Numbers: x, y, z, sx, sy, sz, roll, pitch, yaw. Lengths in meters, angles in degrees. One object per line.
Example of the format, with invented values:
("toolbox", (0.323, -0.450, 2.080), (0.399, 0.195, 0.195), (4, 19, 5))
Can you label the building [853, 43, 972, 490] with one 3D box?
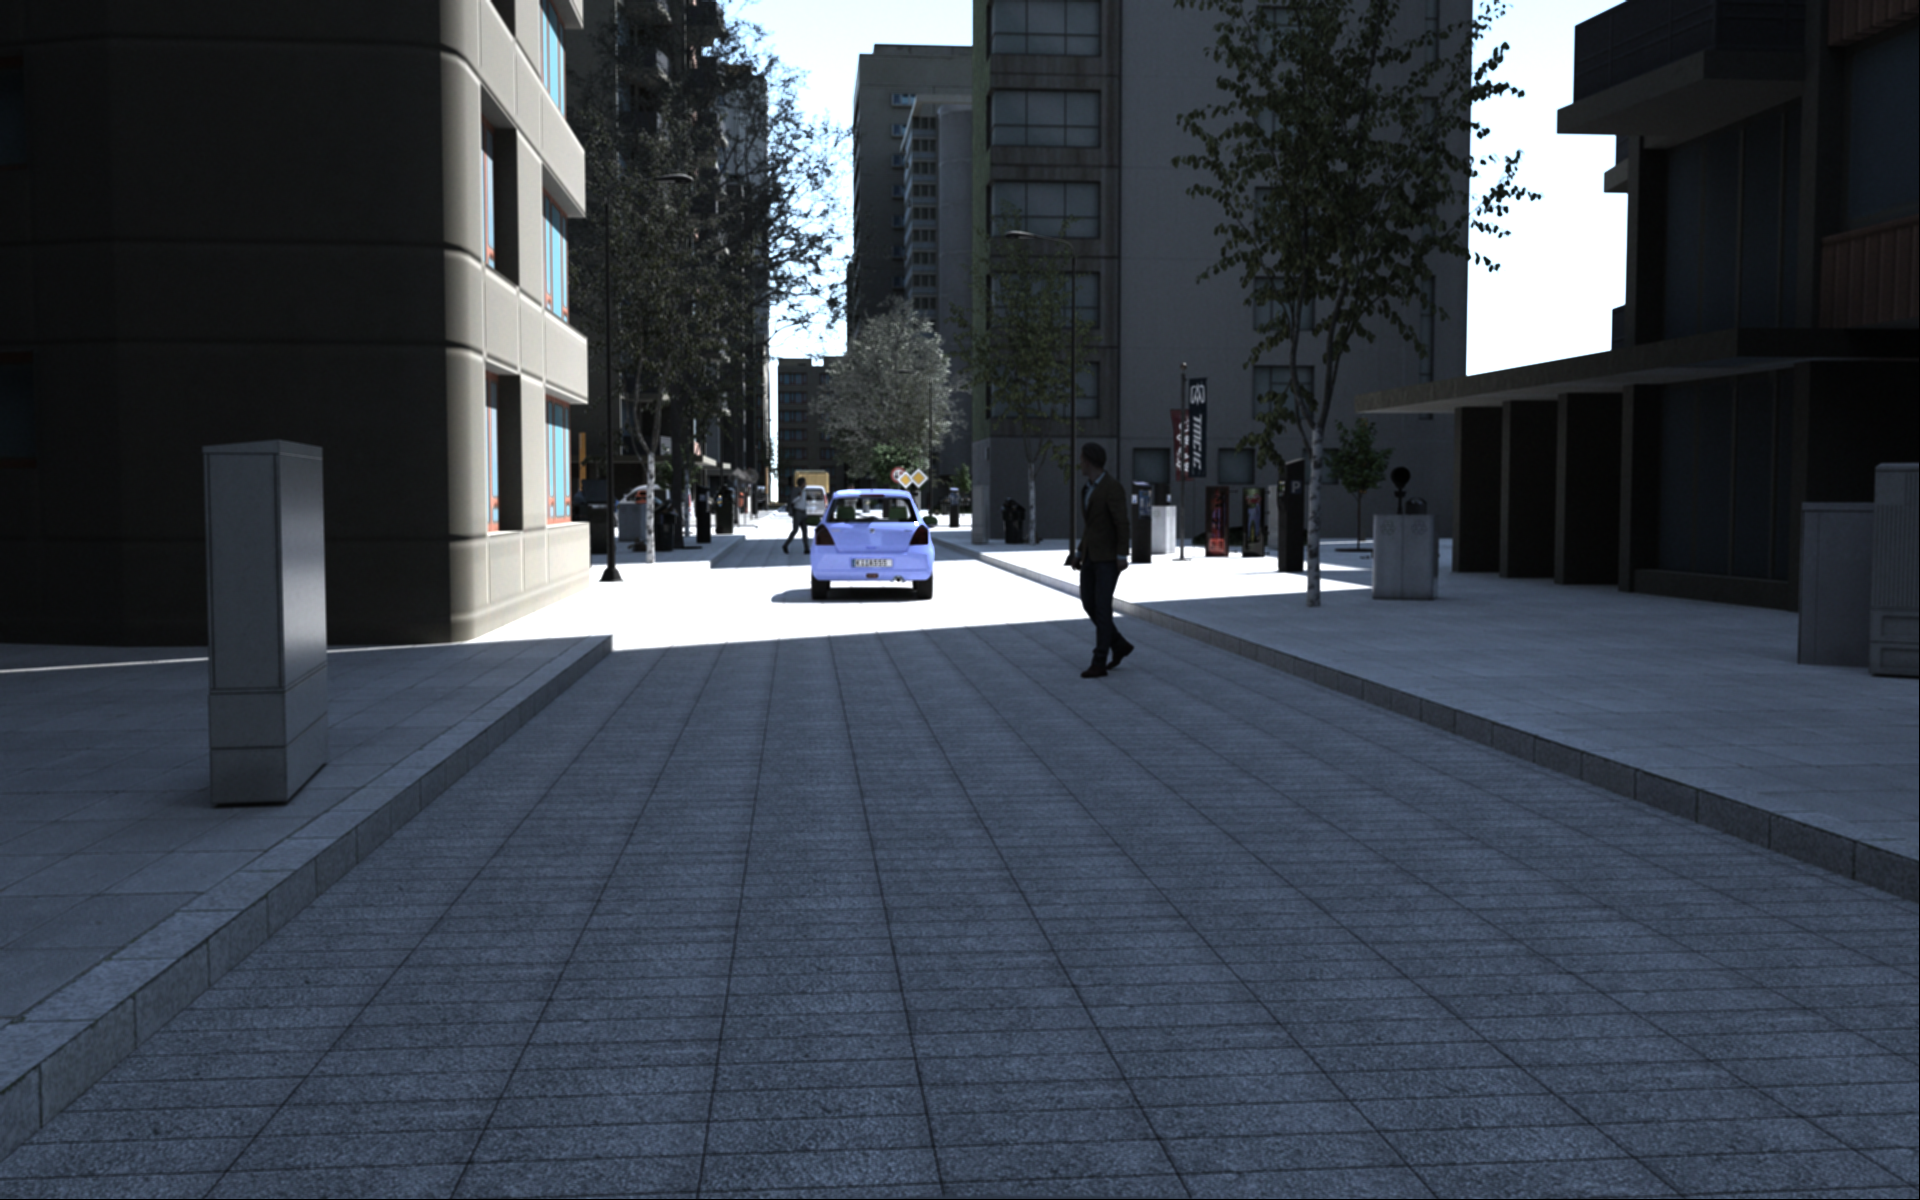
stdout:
("building", (-0.394, -34.313, 184.717), (21.300, 48.544, 21.600), (0, 4, -5))

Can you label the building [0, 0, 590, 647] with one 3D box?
("building", (-17.493, -9.930, 7.397), (27.650, 21.520, 28.899), (0, 4, -5))

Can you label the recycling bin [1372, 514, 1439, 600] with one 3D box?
("recycling bin", (5.487, -0.535, 21.304), (0.722, 1.027, 0.722), (1, 4, 20))

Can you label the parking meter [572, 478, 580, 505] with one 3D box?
("parking meter", (-13.624, -3.435, 61.878), (0.255, 1.863, 0.399), (2, 4, 32))

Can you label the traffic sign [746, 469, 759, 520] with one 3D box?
("traffic sign", (-10.415, -5.274, 86.333), (0.768, 2.556, 0.104), (0, 4, 2))

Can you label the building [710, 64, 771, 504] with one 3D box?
("building", (-40.520, -42.698, 240.118), (28.212, 58.520, 21.231), (0, 4, -5))

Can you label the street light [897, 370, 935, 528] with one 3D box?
("street light", (-1.641, -5.654, 64.984), (1.470, 5.913, 1.316), (0, 4, -5))

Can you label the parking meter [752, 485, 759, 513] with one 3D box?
("parking meter", (-13.566, -6.668, 114.728), (0.399, 1.863, 0.255), (0, 4, 8))

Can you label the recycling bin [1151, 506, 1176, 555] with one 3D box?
("recycling bin", (4.176, -1.500, 37.079), (0.722, 1.027, 0.722), (2, 4, 27))

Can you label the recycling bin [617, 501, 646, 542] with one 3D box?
("recycling bin", (-8.787, -2.103, 46.940), (0.722, 1.027, 0.722), (1, 4, 15))

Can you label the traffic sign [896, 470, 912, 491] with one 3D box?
("traffic sign", (-2.309, -4.283, 73.674), (0.795, 2.450, 0.064), (0, 4, -5))

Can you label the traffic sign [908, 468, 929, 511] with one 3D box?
("traffic sign", (-1.574, -3.797, 65.723), (0.795, 2.450, 0.064), (0, 4, -5))

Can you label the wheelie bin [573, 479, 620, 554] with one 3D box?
("wheelie bin", (-7.805, -1.783, 37.065), (0.980, 1.594, 0.693), (-2, 4, -30))

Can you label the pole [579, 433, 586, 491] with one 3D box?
("pole", (-12.551, -3.901, 57.626), (0.158, 3.312, 0.155), (0, 3, 0))

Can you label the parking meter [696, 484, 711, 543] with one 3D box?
("parking meter", (-6.738, -2.268, 45.490), (0.372, 1.533, 0.369), (0, 3, 0))

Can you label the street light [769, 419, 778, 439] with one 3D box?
("street light", (-12.186, -8.243, 107.317), (1.470, 5.913, 1.316), (0, 4, -5))

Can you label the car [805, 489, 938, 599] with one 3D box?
("car", (-1.271, -0.935, 24.884), (1.945, 1.707, 3.694), (0, 4, -3))

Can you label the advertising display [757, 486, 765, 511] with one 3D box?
("advertising display", (-15.577, -7.929, 134.854), (0.974, 1.923, 0.123), (-2, 4, -32))

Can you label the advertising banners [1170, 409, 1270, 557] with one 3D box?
("advertising banners", (5.296, -2.399, 35.416), (2.074, 3.025, 0.090), (1, 4, 22))

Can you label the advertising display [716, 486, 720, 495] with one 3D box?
("advertising display", (-20.091, -8.573, 145.375), (0.974, 1.923, 0.123), (3, 4, 36))

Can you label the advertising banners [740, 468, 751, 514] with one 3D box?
("advertising banners", (-14.113, -7.211, 114.086), (0.090, 3.025, 2.074), (1, 4, 14))

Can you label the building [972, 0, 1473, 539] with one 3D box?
("building", (7.208, -22.727, 55.177), (14.154, 41.232, 14.086), (0, 4, -5))

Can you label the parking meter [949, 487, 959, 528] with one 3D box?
("parking meter", (-0.217, -3.530, 66.119), (0.372, 1.533, 0.369), (0, 3, 0))

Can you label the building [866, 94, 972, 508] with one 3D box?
("building", (7.457, -28.782, 162.462), (32.217, 40.220, 23.993), (0, 4, -5))

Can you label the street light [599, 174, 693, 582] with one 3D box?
("street light", (-4.577, -3.226, 25.283), (1.470, 5.913, 1.316), (0, 4, -5))

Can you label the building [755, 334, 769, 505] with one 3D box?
("building", (-37.860, -22.221, 208.348), (28.899, 21.520, 27.650), (0, 4, -5))

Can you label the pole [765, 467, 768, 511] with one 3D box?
("pole", (-14.705, -8.432, 131.703), (0.158, 3.312, 0.155), (0, 3, 0))

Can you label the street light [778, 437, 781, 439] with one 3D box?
("street light", (-15.360, -10.366, 142.027), (1.470, 5.913, 1.316), (0, 4, -5))

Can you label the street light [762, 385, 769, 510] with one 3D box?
("street light", (-8.957, -6.160, 73.257), (1.470, 5.913, 1.316), (0, 4, -5))

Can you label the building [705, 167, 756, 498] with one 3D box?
("building", (-25.601, -23.455, 155.198), (14.160, 30.474, 14.107), (0, 4, -5))

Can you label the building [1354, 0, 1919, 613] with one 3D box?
("building", (18.880, -22.086, 15.731), (22.147, 44.769, 28.867), (0, 4, -5))

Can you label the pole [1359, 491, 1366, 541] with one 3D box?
("pole", (10.893, -3.242, 46.847), (0.158, 3.312, 0.155), (0, 3, 0))

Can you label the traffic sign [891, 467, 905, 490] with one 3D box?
("traffic sign", (-2.854, -4.937, 80.818), (0.768, 2.556, 0.104), (0, 4, 0))

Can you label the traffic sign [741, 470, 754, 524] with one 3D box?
("traffic sign", (-9.076, -4.246, 73.072), (0.795, 2.450, 0.064), (0, 4, -5))

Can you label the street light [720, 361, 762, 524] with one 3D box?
("street light", (-7.717, -5.348, 59.978), (1.470, 5.913, 1.316), (0, 4, -5))

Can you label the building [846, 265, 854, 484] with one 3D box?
("building", (-7.238, -27.233, 216.955), (14.160, 30.474, 14.107), (0, 4, -5))

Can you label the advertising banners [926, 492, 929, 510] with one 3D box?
("advertising banners", (-2.549, -8.832, 140.584), (0.090, 3.025, 2.074), (1, 4, 9))

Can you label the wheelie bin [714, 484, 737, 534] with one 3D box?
("wheelie bin", (-7.543, -2.920, 55.652), (0.693, 1.594, 0.980), (0, 4, -2))

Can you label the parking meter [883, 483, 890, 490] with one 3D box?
("parking meter", (-3.917, -5.240, 91.379), (0.399, 1.863, 0.255), (0, 4, -6))

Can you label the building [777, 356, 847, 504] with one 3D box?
("building", (-11.413, -24.622, 247.616), (28.899, 21.520, 27.650), (0, 4, -5))

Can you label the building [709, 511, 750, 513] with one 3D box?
("building", (-31.479, -26.461, 124.516), (32.217, 40.220, 23.993), (0, 4, -5))

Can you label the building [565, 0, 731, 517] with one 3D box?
("building", (-23.368, -26.559, 88.860), (22.147, 44.769, 28.867), (0, 4, -5))

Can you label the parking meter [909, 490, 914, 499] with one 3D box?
("parking meter", (-3.115, -6.412, 113.242), (0.372, 1.533, 0.369), (0, 3, 0))

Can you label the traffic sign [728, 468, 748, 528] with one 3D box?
("traffic sign", (-8.341, -3.760, 65.120), (0.795, 2.450, 0.064), (0, 4, -5))

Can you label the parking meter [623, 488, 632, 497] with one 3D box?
("parking meter", (-14.184, -4.008, 73.942), (0.372, 1.533, 0.369), (0, 3, 0))

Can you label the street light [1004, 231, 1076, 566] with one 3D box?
("street light", (1.479, -3.566, 30.850), (1.470, 5.913, 1.316), (0, 4, -5))
